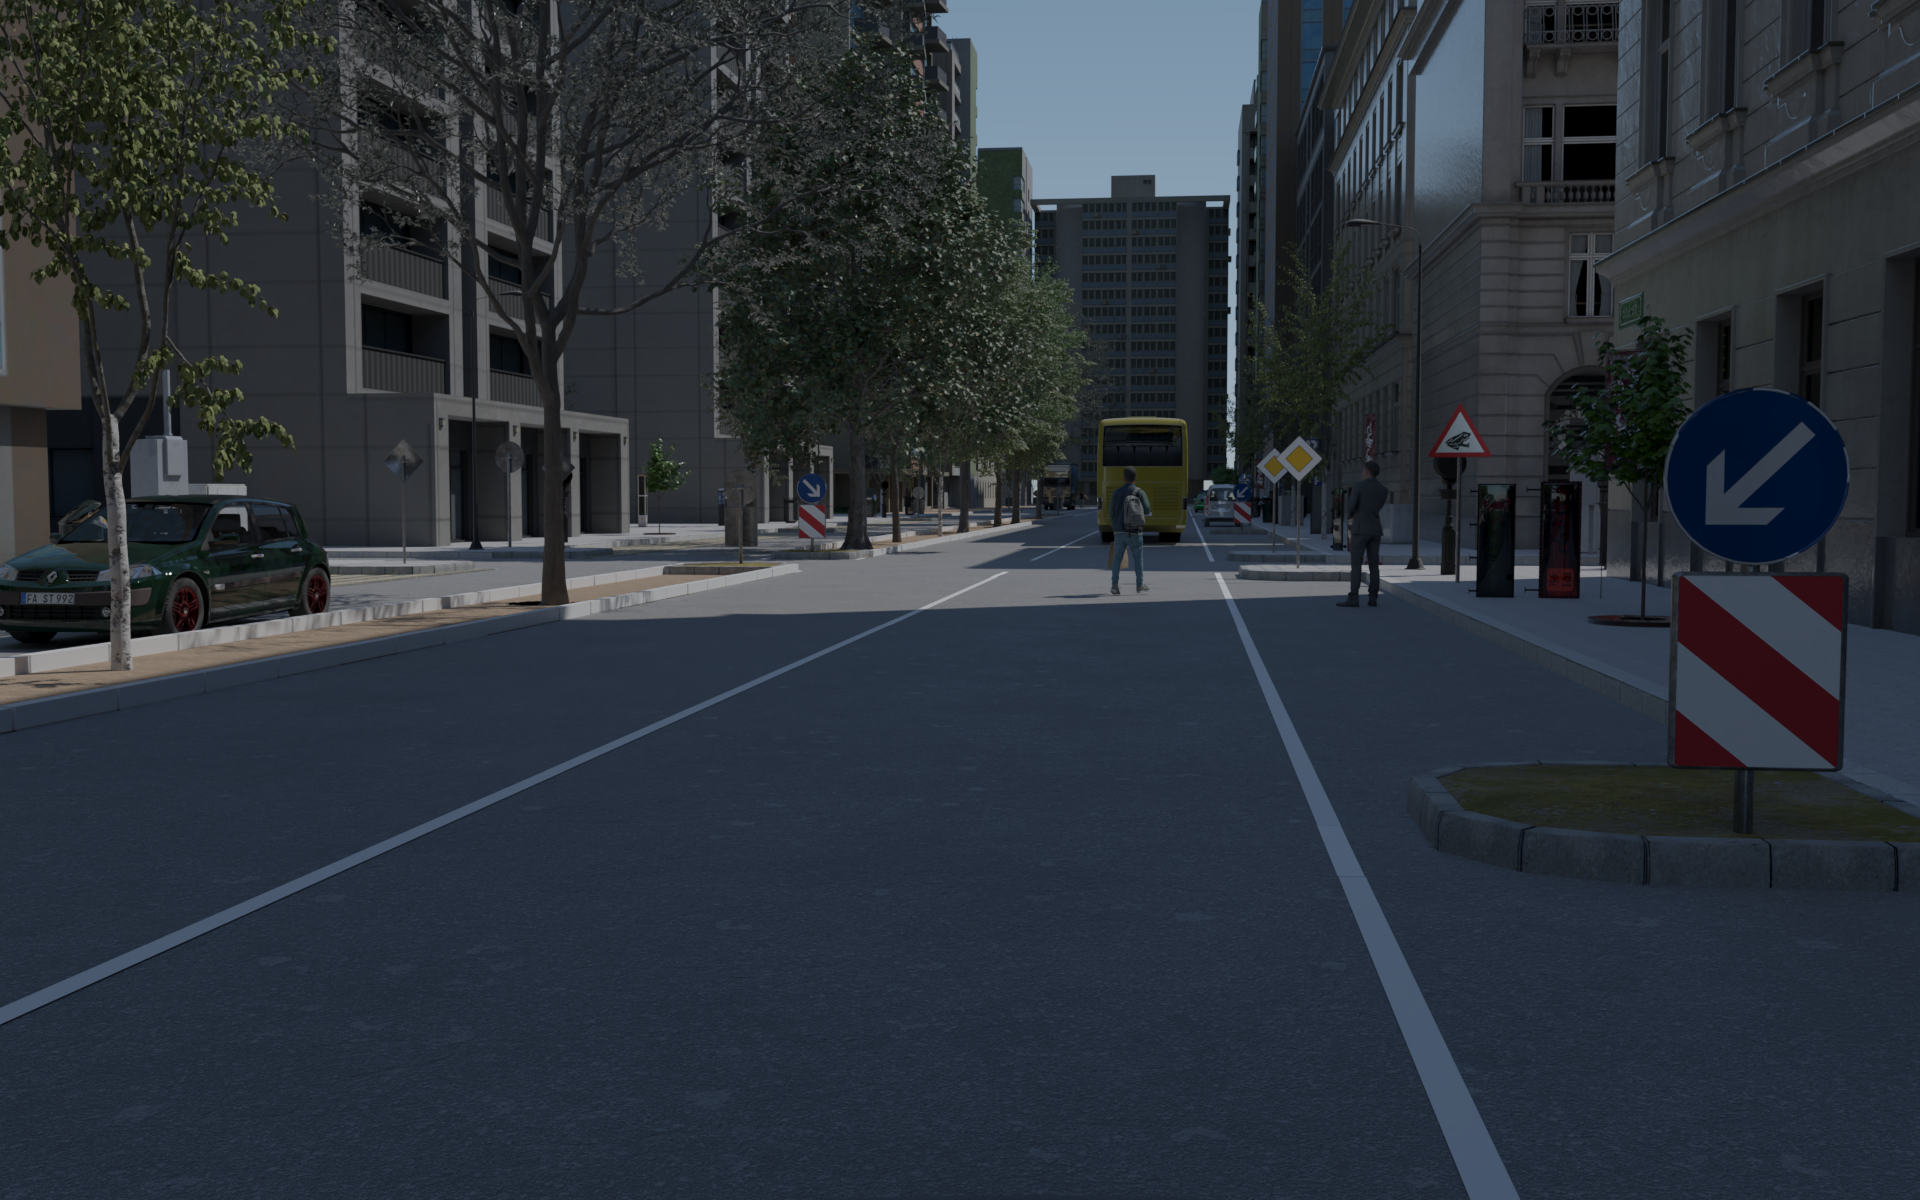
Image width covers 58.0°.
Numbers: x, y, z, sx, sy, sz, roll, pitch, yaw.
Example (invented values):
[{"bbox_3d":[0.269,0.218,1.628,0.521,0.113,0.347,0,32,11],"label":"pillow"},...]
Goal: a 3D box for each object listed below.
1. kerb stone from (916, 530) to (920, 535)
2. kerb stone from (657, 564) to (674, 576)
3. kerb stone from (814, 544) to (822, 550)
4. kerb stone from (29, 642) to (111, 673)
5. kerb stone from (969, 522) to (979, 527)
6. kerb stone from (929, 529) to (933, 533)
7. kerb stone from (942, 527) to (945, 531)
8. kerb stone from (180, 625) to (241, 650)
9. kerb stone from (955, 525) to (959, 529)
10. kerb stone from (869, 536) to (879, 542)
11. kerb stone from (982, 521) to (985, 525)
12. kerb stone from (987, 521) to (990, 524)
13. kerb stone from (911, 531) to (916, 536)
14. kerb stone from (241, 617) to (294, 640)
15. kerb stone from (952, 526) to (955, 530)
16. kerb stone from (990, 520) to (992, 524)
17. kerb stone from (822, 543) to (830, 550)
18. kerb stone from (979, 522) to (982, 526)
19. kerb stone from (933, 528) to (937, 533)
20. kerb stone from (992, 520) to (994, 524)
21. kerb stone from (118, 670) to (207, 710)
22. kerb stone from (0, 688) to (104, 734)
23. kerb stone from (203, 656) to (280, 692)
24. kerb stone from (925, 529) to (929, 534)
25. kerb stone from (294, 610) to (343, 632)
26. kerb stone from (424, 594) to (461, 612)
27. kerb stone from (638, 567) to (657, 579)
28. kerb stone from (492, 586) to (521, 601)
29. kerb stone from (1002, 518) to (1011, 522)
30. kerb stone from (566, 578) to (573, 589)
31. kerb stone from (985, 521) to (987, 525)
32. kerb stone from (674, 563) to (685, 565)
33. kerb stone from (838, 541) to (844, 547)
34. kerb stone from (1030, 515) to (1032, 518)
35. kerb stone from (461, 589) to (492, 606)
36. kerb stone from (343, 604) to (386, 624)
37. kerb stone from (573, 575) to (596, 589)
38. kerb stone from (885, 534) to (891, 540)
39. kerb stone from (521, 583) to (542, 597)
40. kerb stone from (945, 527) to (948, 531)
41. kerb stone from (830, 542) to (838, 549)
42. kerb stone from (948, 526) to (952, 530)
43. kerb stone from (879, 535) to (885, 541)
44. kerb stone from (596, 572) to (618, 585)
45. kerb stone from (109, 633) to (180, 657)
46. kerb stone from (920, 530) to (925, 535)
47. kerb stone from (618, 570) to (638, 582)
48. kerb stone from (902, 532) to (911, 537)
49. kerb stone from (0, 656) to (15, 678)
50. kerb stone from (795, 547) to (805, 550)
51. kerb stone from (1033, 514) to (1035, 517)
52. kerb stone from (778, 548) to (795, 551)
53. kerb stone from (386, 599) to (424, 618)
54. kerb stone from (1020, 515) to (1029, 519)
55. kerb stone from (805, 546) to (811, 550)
[{"bbox_3d":[-1.589,-2.286,59.568,0.120,0.150,1.000,0,4,7],"label":"kerb stone"},{"bbox_3d":[-5.304,-0.512,30.564,0.120,0.150,1.000,0,4,7],"label":"kerb stone"},{"bbox_3d":[-3.670,-1.288,43.291,0.120,0.150,1.000,0,4,7],"label":"kerb stone"},{"bbox_3d":[-7.385,0.484,14.280,0.120,0.150,1.000,0,4,7],"label":"kerb stone"},{"bbox_3d":[0.635,-3.344,76.871,0.120,0.150,1.000,0,4,7],"label":"kerb stone"},{"bbox_3d":[-1.192,-2.464,62.621,0.120,0.150,1.000,0,4,7],"label":"kerb stone"},{"bbox_3d":[-0.803,-2.660,65.681,0.120,0.150,1.000,0,4,7],"label":"kerb stone"},{"bbox_3d":[-7.125,0.361,16.322,0.120,0.150,1.000,0,4,7],"label":"kerb stone"},{"bbox_3d":[-0.275,-2.907,69.756,0.120,0.150,1.000,0,4,7],"label":"kerb stone"},{"bbox_3d":[-2.626,-1.786,51.424,0.120,0.150,1.000,0,4,7],"label":"kerb stone"},{"bbox_3d":[0.898,-3.466,78.899,0.120,0.150,1.000,0,4,7],"label":"kerb stone"},{"bbox_3d":[1.159,-3.593,80.934,0.120,0.150,1.000,0,4,7],"label":"kerb stone"},{"bbox_3d":[-1.710,-2.224,58.553,0.120,0.150,1.000,0,4,7],"label":"kerb stone"},{"bbox_3d":[-7.003,0.304,17.342,0.120,0.150,1.000,0,4,7],"label":"kerb stone"},{"bbox_3d":[-0.408,-2.838,68.739,0.120,0.150,1.000,0,4,7],"label":"kerb stone"},{"bbox_3d":[1.291,-3.653,81.948,0.120,0.150,1.000,0,4,7],"label":"kerb stone"},{"bbox_3d":[-3.542,-1.347,44.305,0.120,0.150,1.000,0,4,7],"label":"kerb stone"},{"bbox_3d":[0.758,-3.405,77.886,0.120,0.150,1.000,0,4,7],"label":"kerb stone"},{"bbox_3d":[-1.062,-2.530,63.649,0.120,0.150,1.000,0,4,7],"label":"kerb stone"},{"bbox_3d":[1.411,-3.715,82.967,0.120,0.150,1.000,0,4,7],"label":"kerb stone"},{"bbox_3d":[-5.563,0.625,11.974,0.120,0.150,1.000,0,4,7],"label":"kerb stone"},{"bbox_3d":[-5.695,0.687,10.961,0.120,0.150,1.000,0,4,7],"label":"kerb stone"},{"bbox_3d":[-5.433,0.563,12.988,0.120,0.150,1.000,0,4,7],"label":"kerb stone"},{"bbox_3d":[-1.314,-2.407,61.605,0.120,0.150,1.000,0,4,7],"label":"kerb stone"},{"bbox_3d":[-6.869,0.236,18.362,0.120,0.150,1.000,0,4,7],"label":"kerb stone"},{"bbox_3d":[-6.472,0.048,21.411,0.120,0.150,1.000,0,4,7],"label":"kerb stone"},{"bbox_3d":[-5.427,-0.445,29.547,0.120,0.150,1.000,0,4,7],"label":"kerb stone"},{"bbox_3d":[-6.218,-0.076,23.443,0.120,0.150,1.000,0,4,7],"label":"kerb stone"},{"bbox_3d":[2.467,-4.214,91.102,0.120,0.150,1.000,0,4,7],"label":"kerb stone"},{"bbox_3d":[-5.960,-0.200,25.475,0.120,0.150,1.000,0,4,7],"label":"kerb stone"},{"bbox_3d":[1.029,-3.526,79.913,0.120,0.150,1.000,0,4,7],"label":"kerb stone"},{"bbox_3d":[-5.172,-0.575,31.591,0.120,0.150,1.000,0,4,7],"label":"kerb stone"},{"bbox_3d":[-3.281,-1.477,46.338,0.120,0.150,1.000,0,4,7],"label":"kerb stone"},{"bbox_3d":[4.026,-4.958,103.279,0.120,0.150,1.000,0,4,7],"label":"kerb stone"},{"bbox_3d":[-6.346,-0.012,22.429,0.120,0.150,1.000,0,4,7],"label":"kerb stone"},{"bbox_3d":[-6.735,0.172,19.384,0.120,0.150,1.000,0,4,7],"label":"kerb stone"},{"bbox_3d":[-5.828,-0.263,26.498,0.120,0.150,1.000,0,4,7],"label":"kerb stone"},{"bbox_3d":[-2.363,-1.908,53.469,0.120,0.150,1.000,0,4,7],"label":"kerb stone"},{"bbox_3d":[-6.089,-0.137,24.461,0.120,0.150,1.000,0,4,7],"label":"kerb stone"},{"bbox_3d":[-0.670,-2.720,66.704,0.120,0.150,1.000,0,4,7],"label":"kerb stone"},{"bbox_3d":[-3.410,-1.414,45.319,0.120,0.150,1.000,0,4,7],"label":"kerb stone"},{"bbox_3d":[-0.539,-2.784,67.720,0.120,0.150,1.000,0,4,7],"label":"kerb stone"},{"bbox_3d":[-2.487,-1.847,52.445,0.120,0.150,1.000,0,4,7],"label":"kerb stone"},{"bbox_3d":[-5.689,-0.326,27.520,0.120,0.150,1.000,0,4,7],"label":"kerb stone"},{"bbox_3d":[-7.257,0.422,15.303,0.120,0.150,1.000,0,4,7],"label":"kerb stone"},{"bbox_3d":[-1.444,-2.348,60.584,0.120,0.150,1.000,0,4,7],"label":"kerb stone"},{"bbox_3d":[-5.557,-0.388,28.533,0.120,0.150,1.000,0,4,7],"label":"kerb stone"},{"bbox_3d":[-1.836,-2.162,57.539,0.120,0.150,1.000,0,4,7],"label":"kerb stone"},{"bbox_3d":[-7.519,0.548,13.267,0.120,0.150,1.000,0,4,7],"label":"kerb stone"},{"bbox_3d":[-3.931,-1.166,41.253,0.120,0.150,1.000,0,4,7],"label":"kerb stone"},{"bbox_3d":[4.288,-5.080,105.316,0.120,0.150,1.000,0,4,7],"label":"kerb stone"},{"bbox_3d":[-4.052,-1.102,40.238,0.120,0.150,1.000,0,4,7],"label":"kerb stone"},{"bbox_3d":[-6.613,0.111,20.399,0.120,0.150,1.000,0,4,7],"label":"kerb stone"},{"bbox_3d":[3.770,-4.835,101.244,0.120,0.150,1.000,0,4,7],"label":"kerb stone"},{"bbox_3d":[-3.801,-1.221,42.277,0.120,0.150,1.000,0,4,7],"label":"kerb stone"}]
